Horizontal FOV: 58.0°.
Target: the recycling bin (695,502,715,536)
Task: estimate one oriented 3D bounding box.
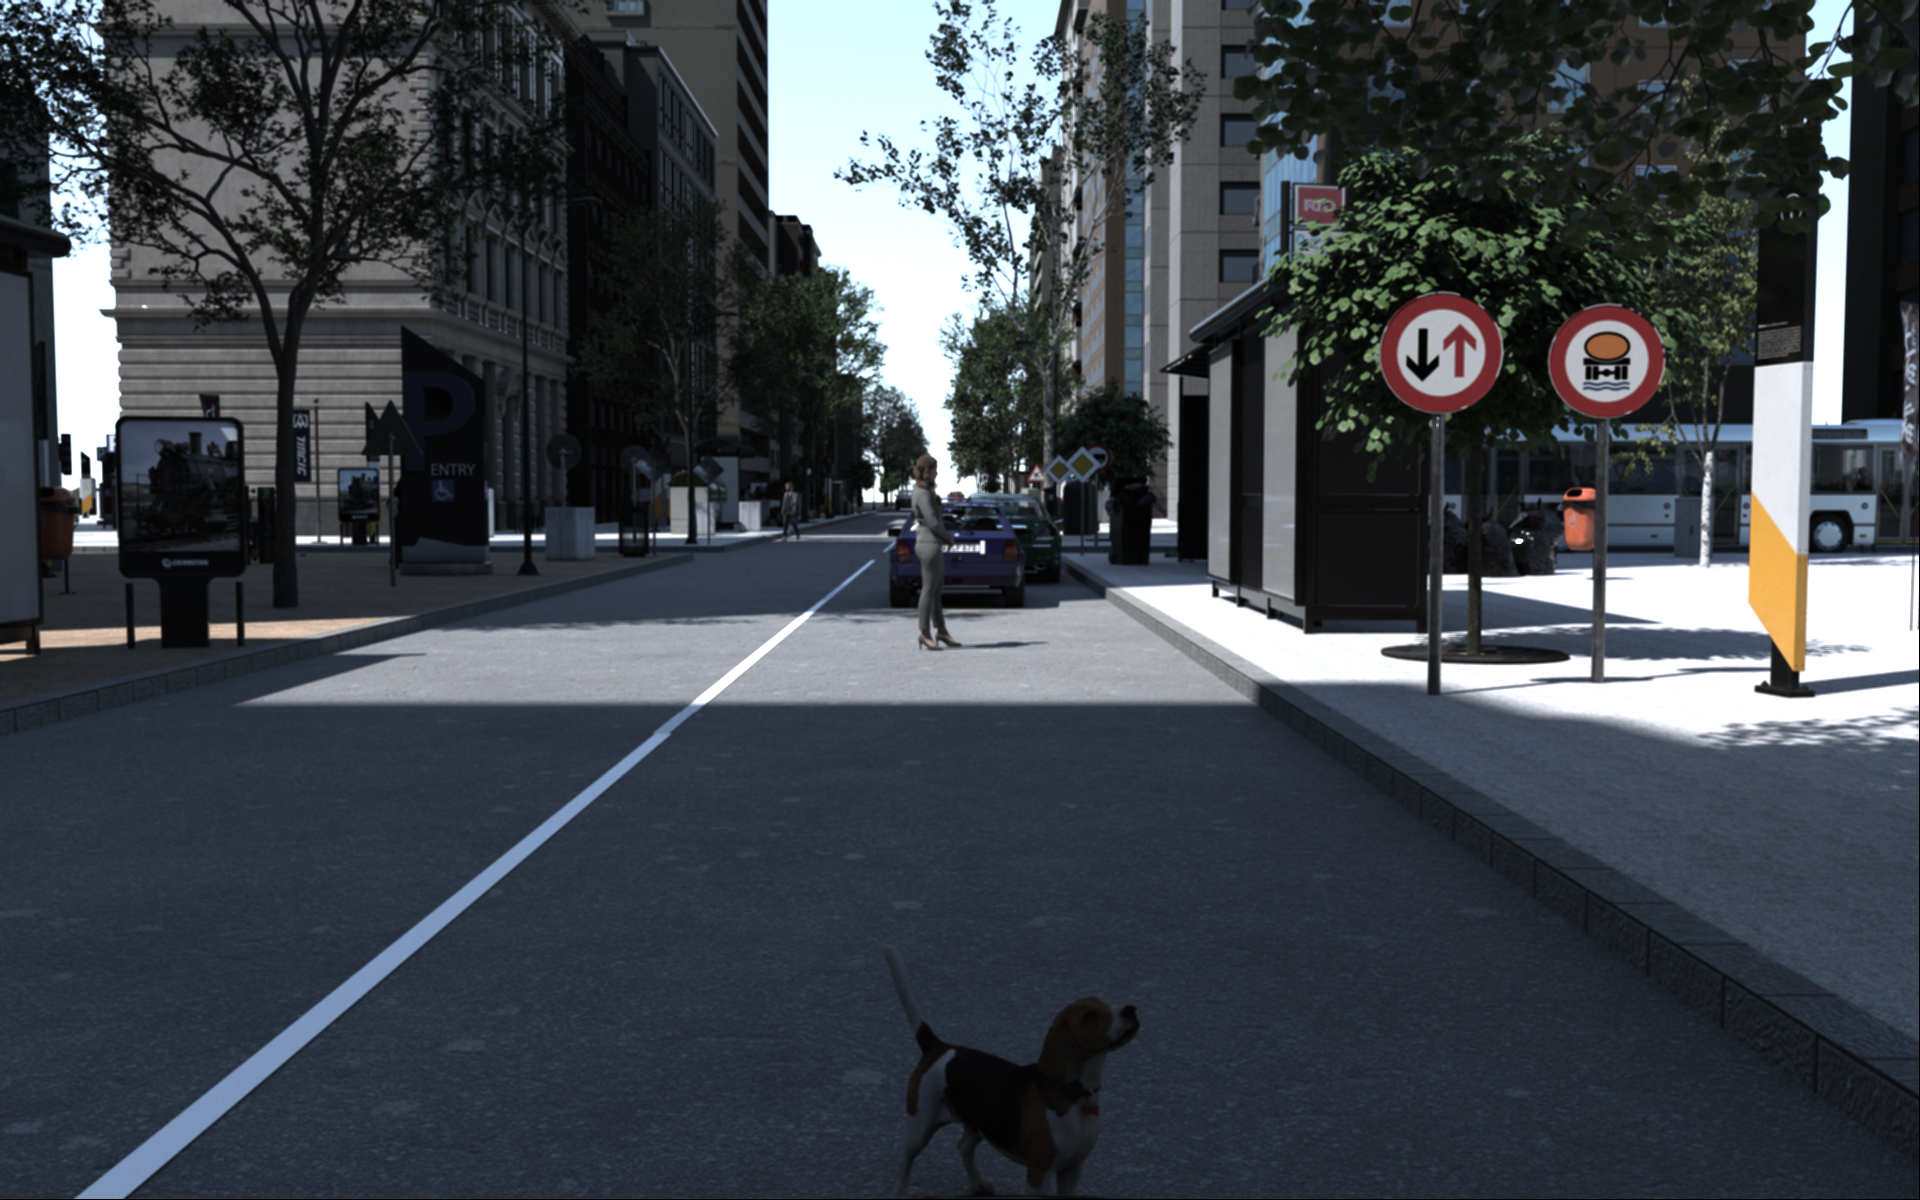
[{"bbox_3d":[-7.850,-2.470,52.931,0.722,1.027,0.722,-1,4,-9],"label":"recycling bin"}]

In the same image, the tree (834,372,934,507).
[{"bbox_3d":[-7.667,-16.178,174.885,12.009,13.543,11.850,0,3,0],"label":"tree"}]

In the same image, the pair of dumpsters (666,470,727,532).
[{"bbox_3d":[-8.826,-3.398,58.047,1.574,2.255,4.437,0,4,0],"label":"pair of dumpsters"}]

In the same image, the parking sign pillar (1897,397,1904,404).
[{"bbox_3d":[26.415,-3.625,47.747,1.447,3.967,1.447,-3,4,-36],"label":"parking sign pillar"}]

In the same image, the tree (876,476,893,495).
[{"bbox_3d":[-7.398,-10.490,166.119,1.663,3.219,1.824,0,3,0],"label":"tree"}]

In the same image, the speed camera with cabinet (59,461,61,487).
[{"bbox_3d":[-24.702,-3.155,45.924,2.038,3.252,0.660,2,4,30],"label":"speed camera with cabinet"}]

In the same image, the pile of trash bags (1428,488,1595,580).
[{"bbox_3d":[8.723,-1.062,27.122,1.912,1.369,3.447,-2,4,-24],"label":"pile of trash bags"}]

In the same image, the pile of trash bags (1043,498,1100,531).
[{"bbox_3d":[4.465,-3.107,60.550,3.447,1.369,1.912,0,4,4],"label":"pile of trash bags"}]

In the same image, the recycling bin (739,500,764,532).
[{"bbox_3d":[-7.122,-2.829,58.816,0.722,1.027,0.722,0,4,-5],"label":"recycling bin"}]

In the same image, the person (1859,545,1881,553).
[{"bbox_3d":[21.831,-2.005,41.460,0.526,1.800,0.537,2,4,24],"label":"person"}]

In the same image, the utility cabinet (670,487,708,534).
[{"bbox_3d":[-8.632,-2.846,55.216,1.173,1.500,0.318,-1,4,-12],"label":"utility cabinet"}]

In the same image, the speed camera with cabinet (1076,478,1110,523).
[{"bbox_3d":[6.038,-5.020,76.416,2.038,3.252,0.660,-3,4,-36],"label":"speed camera with cabinet"}]

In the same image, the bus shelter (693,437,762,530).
[{"bbox_3d":[-8.698,-4.335,64.803,2.014,3.302,5.546,0,4,0],"label":"bus shelter"}]

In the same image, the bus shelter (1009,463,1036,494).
[{"bbox_3d":[4.159,-7.375,114.501,2.014,3.302,5.546,0,4,0],"label":"bus shelter"}]

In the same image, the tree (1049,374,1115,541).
[{"bbox_3d":[4.227,-3.906,47.570,4.285,4.588,4.351,0,3,0],"label":"tree"}]

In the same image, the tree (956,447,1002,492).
[{"bbox_3d":[3.047,-17.429,219.369,7.601,10.594,8.767,3,4,39],"label":"tree"}]

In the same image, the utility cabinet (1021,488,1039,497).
[{"bbox_3d":[2.717,-3.554,66.782,0.318,1.500,1.173,2,4,23],"label":"utility cabinet"}]

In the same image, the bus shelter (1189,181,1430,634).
[{"bbox_3d":[3.939,-2.590,19.977,2.179,5.291,8.768,0,4,0],"label":"bus shelter"}]

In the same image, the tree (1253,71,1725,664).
[{"bbox_3d":[4.042,-1.833,13.681,4.285,4.588,4.351,0,3,0],"label":"tree"}]

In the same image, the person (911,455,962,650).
[{"bbox_3d":[-0.186,-0.439,15.952,0.573,1.790,0.520,-1,4,-22],"label":"person"}]

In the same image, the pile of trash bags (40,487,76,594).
[{"bbox_3d":[-12.877,-0.757,22.128,3.447,1.369,1.912,0,4,8],"label":"pile of trash bags"}]

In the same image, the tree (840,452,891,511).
[{"bbox_3d":[-7.682,-9.240,134.782,4.285,4.588,4.351,0,3,0],"label":"tree"}]

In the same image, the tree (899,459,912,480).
[{"bbox_3d":[-8.389,-21.073,278.961,7.601,10.594,8.767,-2,4,-35],"label":"tree"}]

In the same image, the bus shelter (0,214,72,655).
[{"bbox_3d":[-8.136,-1.944,9.418,2.179,5.291,8.768,0,4,0],"label":"bus shelter"}]

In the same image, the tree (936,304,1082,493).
[{"bbox_3d":[2.832,-11.480,104.708,9.611,12.733,9.660,0,3,0],"label":"tree"}]

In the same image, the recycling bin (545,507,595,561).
[{"bbox_3d":[-7.549,-1.284,33.550,0.722,1.027,0.722,1,4,18],"label":"recycling bin"}]

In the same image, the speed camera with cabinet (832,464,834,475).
[{"bbox_3d":[-8.198,-7.257,112.995,0.660,3.252,2.038,0,4,4],"label":"speed camera with cabinet"}]

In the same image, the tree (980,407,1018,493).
[{"bbox_3d":[2.982,-11.300,135.114,4.360,8.622,3.978,0,3,0],"label":"tree"}]

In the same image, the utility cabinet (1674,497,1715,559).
[{"bbox_3d":[14.769,-1.451,34.887,0.306,1.237,1.020,0,4,-6],"label":"utility cabinet"}]

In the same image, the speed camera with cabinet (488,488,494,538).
[{"bbox_3d":[-14.665,-3.431,50.436,2.038,3.252,0.660,-3,4,-36],"label":"speed camera with cabinet"}]

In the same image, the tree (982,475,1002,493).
[{"bbox_3d":[3.739,-12.967,206.603,1.663,3.219,1.824,0,3,0],"label":"tree"}]

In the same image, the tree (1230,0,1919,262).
[{"bbox_3d":[4.008,-5.313,4.992,7.486,12.596,7.792,0,3,0],"label":"tree"}]

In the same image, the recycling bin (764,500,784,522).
[{"bbox_3d":[-7.755,-3.610,71.578,0.722,1.027,0.722,-3,5,-39],"label":"recycling bin"}]

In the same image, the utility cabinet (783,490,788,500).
[{"bbox_3d":[-7.925,-4.306,79.079,0.318,1.500,1.173,-1,4,-21],"label":"utility cabinet"}]

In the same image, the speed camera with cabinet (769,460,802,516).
[{"bbox_3d":[-10.171,-6.585,101.993,2.038,3.252,0.660,1,4,12],"label":"speed camera with cabinet"}]

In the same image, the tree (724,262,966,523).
[{"bbox_3d":[-6.742,-9.231,76.687,9.928,11.665,9.643,0,3,0],"label":"tree"}]

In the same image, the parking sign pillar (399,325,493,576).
[{"bbox_3d":[-8.239,-2.397,27.668,1.447,3.967,1.447,0,4,-7],"label":"parking sign pillar"}]

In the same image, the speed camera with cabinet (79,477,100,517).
[{"bbox_3d":[-47.911,-6.237,96.312,0.660,3.252,2.038,2,4,24],"label":"speed camera with cabinet"}]

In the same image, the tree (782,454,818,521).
[{"bbox_3d":[-7.904,-5.414,83.118,1.663,3.219,1.824,0,3,0],"label":"tree"}]

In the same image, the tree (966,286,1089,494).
[{"bbox_3d":[2.765,-9.920,87.944,9.928,11.665,9.643,0,3,0],"label":"tree"}]

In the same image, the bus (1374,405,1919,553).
[{"bbox_3d":[16.261,-2.710,39.174,13.247,3.499,2.948,0,4,-2],"label":"bus"}]

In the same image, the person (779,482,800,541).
[{"bbox_3d":[-5.103,-2.683,52.544,0.728,1.800,0.709,-3,5,-45],"label":"person"}]

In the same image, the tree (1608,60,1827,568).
[{"bbox_3d":[12.876,-4.873,30.034,4.737,8.622,4.395,0,3,0],"label":"tree"}]

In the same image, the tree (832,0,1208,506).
[{"bbox_3d":[2.042,-12.781,64.866,12.611,20.169,13.585,0,3,0],"label":"tree"}]

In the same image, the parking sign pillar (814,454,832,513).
[{"bbox_3d":[-9.040,-7.776,115.604,1.447,3.967,1.447,-1,4,-13],"label":"parking sign pillar"}]

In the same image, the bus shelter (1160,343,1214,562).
[{"bbox_3d":[4.643,-2.349,29.695,1.731,3.624,6.357,0,4,0],"label":"bus shelter"}]

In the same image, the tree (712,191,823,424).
[{"bbox_3d":[-7.755,-7.128,50.960,8.767,10.594,7.601,1,4,15],"label":"tree"}]

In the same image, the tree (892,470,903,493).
[{"bbox_3d":[-8.651,-14.184,215.616,4.285,4.588,4.351,0,3,0],"label":"tree"}]

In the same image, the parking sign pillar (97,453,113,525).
[{"bbox_3d":[-35.417,-5.142,72.543,1.447,3.967,1.447,0,4,-2],"label":"parking sign pillar"}]

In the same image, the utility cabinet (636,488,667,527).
[{"bbox_3d":[-11.921,-3.563,66.939,1.173,1.500,0.318,-3,4,-38],"label":"utility cabinet"}]

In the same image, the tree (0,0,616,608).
[{"bbox_3d":[-7.671,-5.172,18.981,8.767,10.594,7.601,0,4,-1],"label":"tree"}]

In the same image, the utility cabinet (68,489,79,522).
[{"bbox_3d":[-40.111,-4.228,77.809,1.173,1.500,0.318,2,4,27],"label":"utility cabinet"}]
